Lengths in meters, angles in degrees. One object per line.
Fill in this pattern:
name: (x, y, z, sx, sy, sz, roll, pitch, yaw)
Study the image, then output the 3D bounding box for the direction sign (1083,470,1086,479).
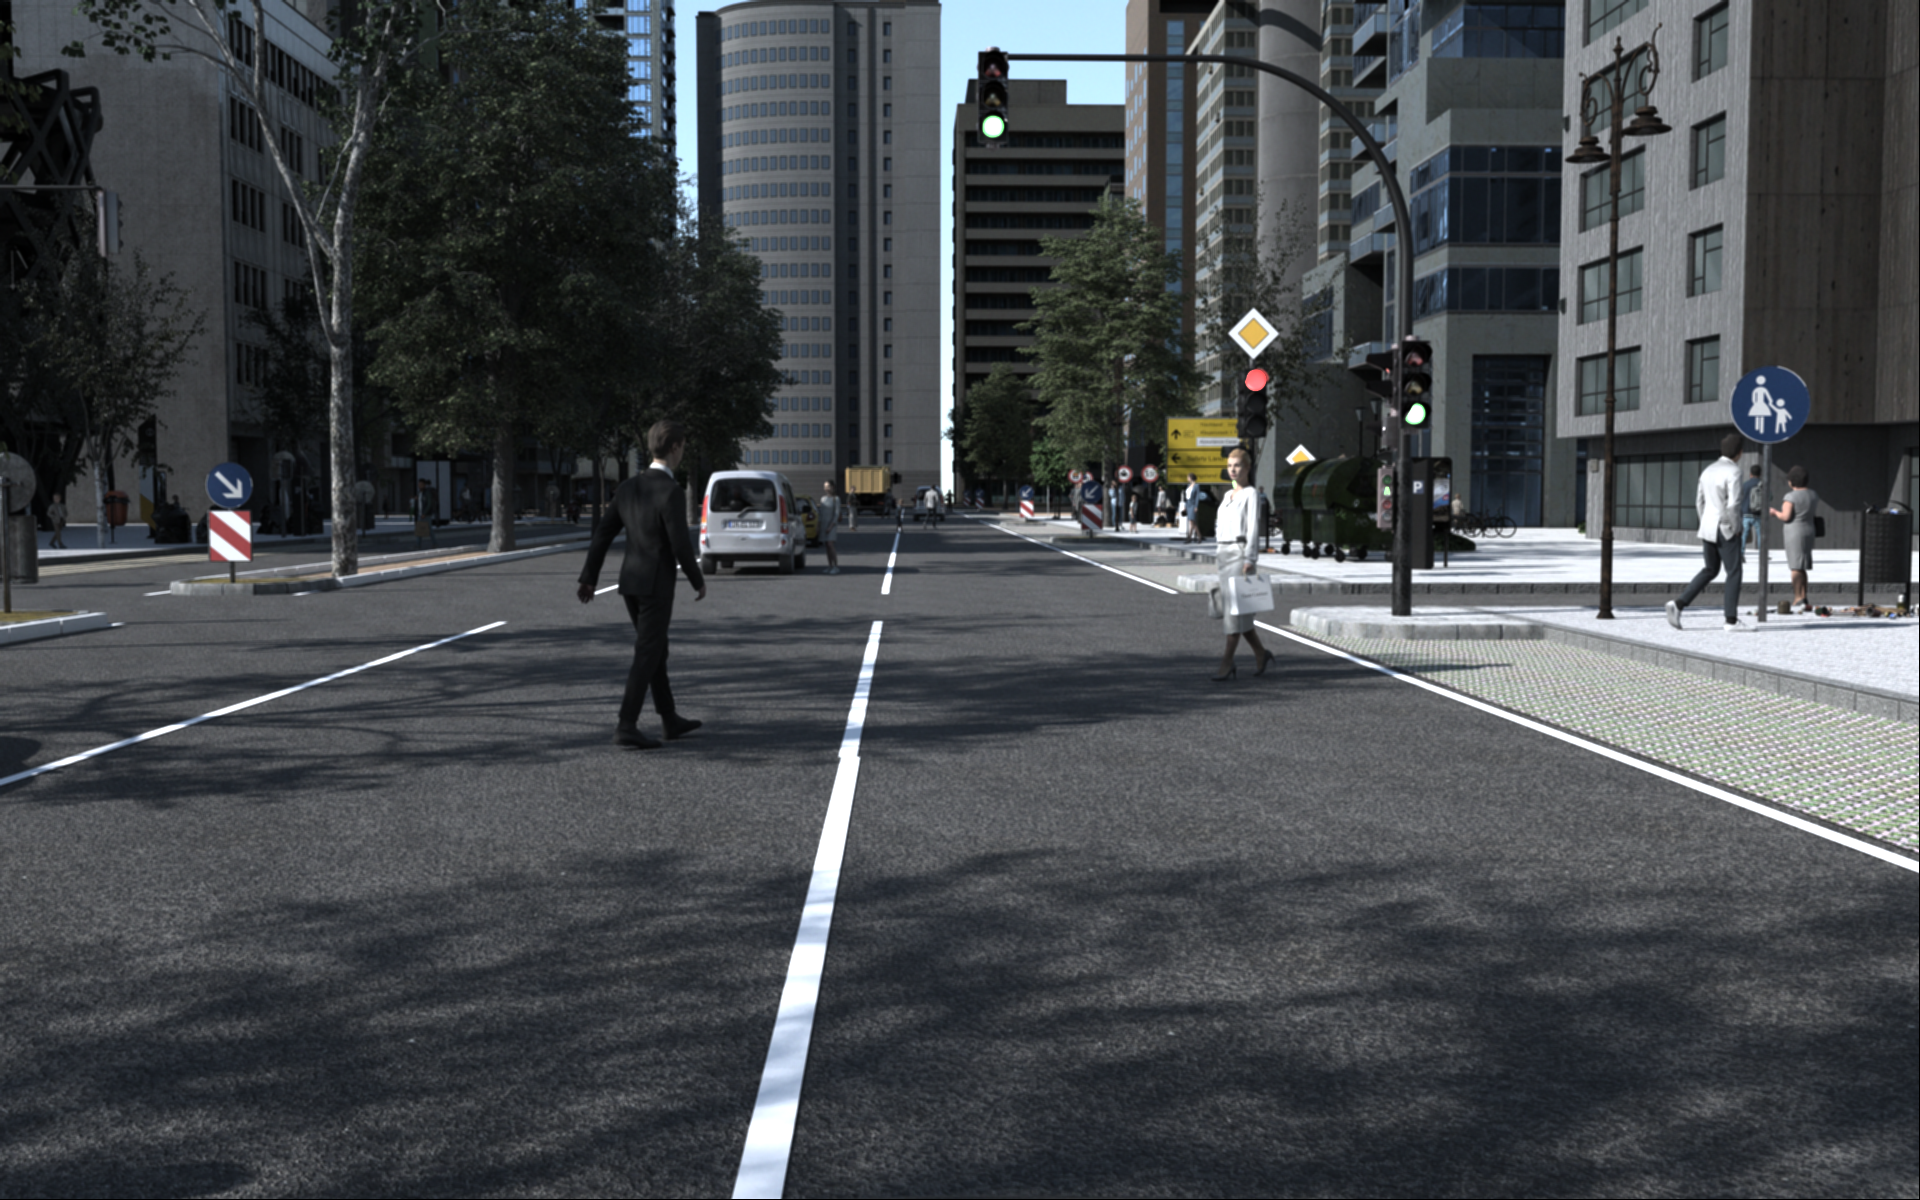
direction sign: (6.282, -6.128, 92.185, 0.876, 3.537, 0.379, 0, 4, 4)

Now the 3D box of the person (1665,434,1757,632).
person: (7.054, -0.630, 16.187, 0.795, 1.843, 0.661, 0, 4, -5)

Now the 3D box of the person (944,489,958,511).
person: (-0.842, -8.308, 144.351, 1.348, 1.823, 0.705, -1, 4, -20)

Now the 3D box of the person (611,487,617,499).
person: (-22.672, -6.536, 113.715, 0.445, 1.727, 0.742, 0, 4, 3)

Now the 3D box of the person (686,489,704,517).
person: (-16.313, -6.010, 106.908, 1.348, 1.807, 0.705, 2, 4, 30)

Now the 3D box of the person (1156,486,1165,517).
person: (10.476, -5.101, 90.194, 0.466, 1.731, 0.760, 1, 4, 13)

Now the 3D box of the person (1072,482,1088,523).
person: (5.216, -4.227, 75.254, 0.694, 1.812, 0.767, 1, 4, 19)

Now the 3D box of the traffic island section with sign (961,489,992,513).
traffic island section with sign: (1.313, -7.301, 127.998, 1.989, 1.847, 2.006, 0, 4, -2)

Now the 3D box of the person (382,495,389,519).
person: (-29.468, -4.780, 88.870, 0.362, 1.253, 0.373, 2, 4, 28)

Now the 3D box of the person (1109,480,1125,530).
person: (5.626, -3.402, 61.925, 0.793, 1.790, 0.793, 3, 5, 40)

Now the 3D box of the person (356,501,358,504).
person: (-26.642, -4.255, 75.825, 1.509, 1.804, 0.699, 3, 5, 44)

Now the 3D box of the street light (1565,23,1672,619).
street light: (6.648, -2.744, 17.658, 0.468, 5.910, 1.993, 0, 4, -2)

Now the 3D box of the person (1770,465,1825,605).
person: (10.337, -0.766, 21.381, 0.716, 1.782, 0.532, -1, 4, -23)

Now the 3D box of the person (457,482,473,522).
person: (-22.874, -4.520, 80.040, 0.850, 1.850, 0.679, 1, 4, 13)

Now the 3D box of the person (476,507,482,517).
person: (-27.098, -5.323, 97.324, 0.590, 1.304, 0.306, 3, 5, 41)

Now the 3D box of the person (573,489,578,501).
person: (-32.375, -8.509, 145.870, 0.721, 1.736, 1.217, 0, 4, 0)

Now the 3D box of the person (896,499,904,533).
person: (-2.198, -3.074, 63.452, 0.352, 1.250, 0.332, 3, 4, 36)

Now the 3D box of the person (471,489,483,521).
person: (-23.535, -4.791, 84.180, 0.447, 1.846, 0.655, 3, 5, 44)

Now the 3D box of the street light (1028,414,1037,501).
street light: (4.191, -7.804, 100.381, 0.468, 5.910, 1.993, 0, 4, -2)

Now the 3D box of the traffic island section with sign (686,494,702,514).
traffic island section with sign: (-19.804, -7.262, 127.362, 1.989, 1.847, 2.006, 0, 4, -2)

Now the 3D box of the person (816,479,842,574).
person: (-2.351, -1.337, 31.362, 0.512, 1.701, 0.522, 2, 4, 35)

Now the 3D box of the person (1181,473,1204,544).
person: (6.024, -2.356, 44.581, 0.654, 1.822, 0.581, -1, 4, -14)

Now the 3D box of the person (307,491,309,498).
person: (-23.759, -3.446, 63.064, 0.598, 1.740, 0.731, 1, 4, 21)

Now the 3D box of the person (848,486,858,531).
person: (-4.090, -3.522, 66.641, 0.362, 1.759, 0.519, 1, 4, 18)

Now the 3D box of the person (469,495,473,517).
person: (-26.816, -5.307, 95.405, 0.503, 1.515, 0.523, -1, 4, -9)

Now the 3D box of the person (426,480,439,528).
person: (-20.113, -3.657, 65.794, 0.622, 1.834, 0.822, -2, 4, -27)

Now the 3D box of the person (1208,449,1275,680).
person: (2.208, -0.280, 13.432, 0.624, 1.780, 0.694, -1, 4, -10)

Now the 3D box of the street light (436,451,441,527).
street light: (-20.412, -5.798, 67.590, 0.468, 5.910, 1.993, 0, 4, -2)

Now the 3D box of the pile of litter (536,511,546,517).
pile of litter: (-23.512, -5.145, 98.088, 1.176, 0.858, 1.719, 0, 4, -2)

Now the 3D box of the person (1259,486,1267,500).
person: (12.443, -3.892, 71.490, 0.589, 1.601, 0.330, 0, 4, 5)

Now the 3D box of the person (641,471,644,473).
person: (-5.227, -1.204, 28.365, 0.590, 1.801, 0.661, -2, 4, -25)

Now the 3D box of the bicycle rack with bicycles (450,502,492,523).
bicycle rack with bicycles: (-22.339, -3.879, 76.805, 2.925, 0.926, 2.852, -1, 4, -15)

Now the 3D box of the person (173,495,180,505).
person: (-29.753, -3.362, 65.674, 0.373, 1.253, 0.362, -3, 4, -38)

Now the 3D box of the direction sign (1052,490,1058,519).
direction sign: (5.001, -6.041, 90.768, 0.876, 3.537, 0.379, 0, 4, -7)

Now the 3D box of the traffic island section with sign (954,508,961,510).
traffic island section with sign: (0.475, -8.949, 154.941, 1.989, 1.847, 2.006, 0, 4, -2)

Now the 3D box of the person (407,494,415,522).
person: (-24.822, -4.182, 78.671, 0.590, 1.304, 0.306, 0, 4, 3)

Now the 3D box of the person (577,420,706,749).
person: (-1.714, -0.100, 9.905, 0.659, 1.850, 0.755, 3, 5, 42)

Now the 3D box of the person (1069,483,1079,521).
person: (5.644, -4.768, 84.092, 0.635, 1.810, 0.391, -2, 4, -24)

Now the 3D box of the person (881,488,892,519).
person: (-4.278, -5.643, 101.030, 0.573, 1.790, 0.520, 2, 4, 35)

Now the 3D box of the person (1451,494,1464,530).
person: (17.587, -3.116, 61.269, 0.475, 1.303, 0.640, 1, 4, 20)

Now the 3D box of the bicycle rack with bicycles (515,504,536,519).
bicycle rack with bicycles: (-23.218, -4.603, 88.643, 2.925, 0.926, 2.852, -1, 4, -16)

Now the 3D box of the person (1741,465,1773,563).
person: (14.665, -1.594, 32.096, 0.713, 1.824, 0.794, -2, 4, -30)

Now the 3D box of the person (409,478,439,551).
person: (-13.484, -2.148, 43.602, 0.713, 1.824, 0.794, -2, 4, -28)

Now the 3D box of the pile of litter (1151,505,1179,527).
pile of litter: (8.236, -3.237, 66.887, 1.719, 0.858, 1.176, 1, 4, 8)

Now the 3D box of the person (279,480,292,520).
person: (-26.406, -3.769, 67.550, 0.818, 1.842, 0.514, -2, 4, -24)

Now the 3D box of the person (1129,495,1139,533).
person: (5.720, -2.822, 56.874, 0.332, 1.250, 0.352, -1, 4, -14)

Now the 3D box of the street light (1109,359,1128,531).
street light: (5.411, -5.296, 59.373, 0.468, 5.910, 1.993, 0, 4, -2)

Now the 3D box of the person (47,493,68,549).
person: (-21.128, -1.851, 40.585, 0.640, 1.303, 0.475, 1, 4, 20)

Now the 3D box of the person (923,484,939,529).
person: (-1.189, -3.869, 71.608, 0.661, 1.843, 0.795, 2, 4, 27)

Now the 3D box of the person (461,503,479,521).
person: (-23.105, -4.276, 81.458, 0.738, 1.151, 1.012, 3, 5, 40)
